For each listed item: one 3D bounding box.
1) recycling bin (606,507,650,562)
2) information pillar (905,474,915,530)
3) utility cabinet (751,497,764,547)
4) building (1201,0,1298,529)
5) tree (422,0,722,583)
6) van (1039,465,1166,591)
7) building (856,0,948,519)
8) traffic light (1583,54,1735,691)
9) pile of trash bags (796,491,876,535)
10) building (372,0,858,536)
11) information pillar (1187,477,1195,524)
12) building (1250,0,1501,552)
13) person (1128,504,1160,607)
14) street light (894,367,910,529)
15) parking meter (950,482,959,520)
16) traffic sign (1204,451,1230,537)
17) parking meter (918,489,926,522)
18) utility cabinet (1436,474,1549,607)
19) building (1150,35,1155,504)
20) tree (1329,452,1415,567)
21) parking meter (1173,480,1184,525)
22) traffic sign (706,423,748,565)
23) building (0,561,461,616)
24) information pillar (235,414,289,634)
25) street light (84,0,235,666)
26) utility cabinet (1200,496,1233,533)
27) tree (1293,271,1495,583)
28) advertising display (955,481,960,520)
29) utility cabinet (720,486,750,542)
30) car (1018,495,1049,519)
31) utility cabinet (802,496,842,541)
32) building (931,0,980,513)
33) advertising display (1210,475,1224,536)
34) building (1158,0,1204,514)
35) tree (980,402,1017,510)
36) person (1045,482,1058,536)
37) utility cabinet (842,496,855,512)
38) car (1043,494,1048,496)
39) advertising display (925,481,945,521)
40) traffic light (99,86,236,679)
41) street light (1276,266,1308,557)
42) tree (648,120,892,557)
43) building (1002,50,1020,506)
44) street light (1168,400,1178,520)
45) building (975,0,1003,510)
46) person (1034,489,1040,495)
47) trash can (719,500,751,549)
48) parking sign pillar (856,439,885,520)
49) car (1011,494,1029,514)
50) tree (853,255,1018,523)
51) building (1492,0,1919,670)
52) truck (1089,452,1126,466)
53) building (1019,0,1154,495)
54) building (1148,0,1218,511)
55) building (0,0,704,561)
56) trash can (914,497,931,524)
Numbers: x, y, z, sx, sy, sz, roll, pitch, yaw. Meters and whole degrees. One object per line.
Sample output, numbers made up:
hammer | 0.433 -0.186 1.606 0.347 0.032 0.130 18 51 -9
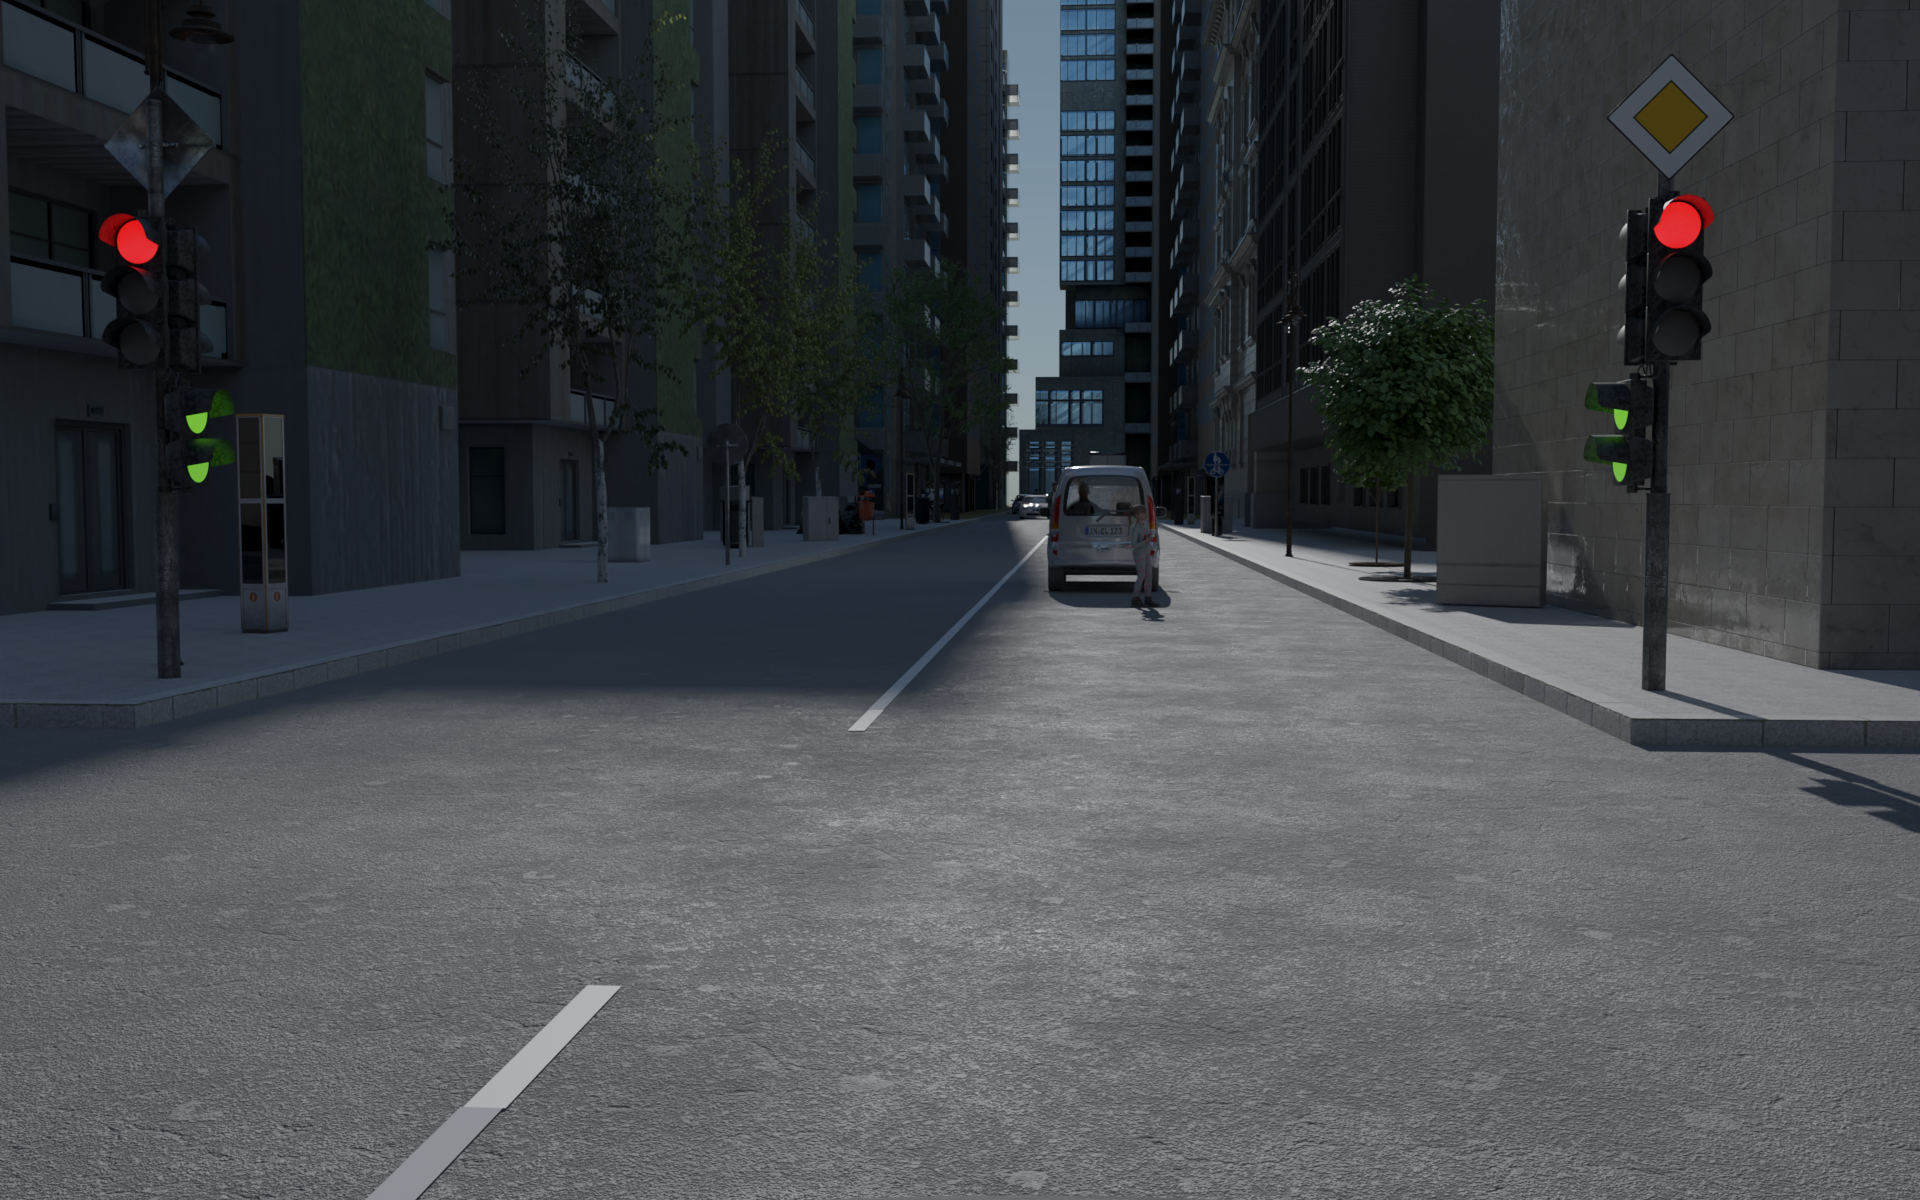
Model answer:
recycling bin | -6.323 -1.240 32.836 0.722 1.027 0.722 1 4 9
information pillar | -1.800 -3.522 62.075 0.304 2.012 0.304 -1 4 -10
utility cabinet | -4.931 -1.901 42.239 0.306 1.237 1.020 0 4 -7
building | 17.865 -17.516 73.780 14.401 28.519 23.554 0 4 4
tree | -5.243 -4.544 24.657 4.360 8.622 3.978 0 3 0
van | 2.216 -1.216 26.900 2.013 2.044 4.112 0 4 4
building | -12.403 -29.530 102.425 23.786 49.044 30.456 0 4 4
traffic light | 4.531 -1.366 11.247 0.839 4.253 0.868 0 4 4
pile of trash bags | -3.708 -2.761 54.901 1.912 1.369 3.447 -3 4 -36
building | -11.686 -23.221 63.261 14.154 41.232 14.086 0 4 4
information pillar | 9.783 -4.208 73.296 0.304 2.012 0.304 0 4 4
building | 16.594 -15.643 49.272 14.314 27.812 24.014 0 4 4
person | 2.334 -0.560 21.930 0.394 1.301 0.425 1 4 18
street light | -2.131 -5.539 63.358 0.468 5.910 1.993 0 4 4
parking meter | -0.269 -4.864 85.245 0.255 1.863 0.399 -3 5 -42
traffic sign | 7.664 -3.156 51.700 0.768 2.556 0.104 1 4 11
parking meter | -1.750 -4.368 79.833 0.372 1.533 0.369 0 3 0
utility cabinet | 6.073 -0.678 19.772 1.173 1.500 0.318 2 4 32
building | 23.935 -28.713 153.048 14.154 41.232 14.086 0 4 4
tree | 7.562 -2.218 30.870 1.663 3.219 1.824 0 3 0
parking meter | 9.120 -4.070 72.253 0.399 1.863 0.255 1 4 18
traffic sign | -4.195 -1.901 31.191 0.768 2.556 0.104 0 4 6
building | -15.255 -20.533 19.316 14.154 41.232 14.086 0 4 4
information pillar | -6.451 -0.705 16.019 0.304 2.012 0.304 1 4 19
street light | -5.904 -2.446 12.772 0.468 5.910 1.993 0 4 4
utility cabinet | 8.470 -2.814 57.166 1.020 1.237 0.306 -1 4 -11
tree | 6.588 -2.565 25.652 4.285 4.588 4.351 0 3 0
advertising display | -0.121 -4.942 86.022 0.123 1.923 0.974 -1 4 -10
utility cabinet | -6.004 -2.289 46.096 0.318 1.500 1.173 -2 4 -34
car | 4.354 -5.336 99.608 2.083 1.381 4.827 0 4 3
utility cabinet | -3.794 -2.207 47.248 1.020 1.237 0.306 -3 5 -39
building | -5.863 -29.045 124.998 14.600 45.320 14.200 0 4 4
advertising display | 7.900 -2.933 53.167 0.123 1.923 0.974 2 4 27
building | 25.729 -30.371 116.174 23.786 49.044 30.456 0 4 4
tree | 2.722 -11.366 136.200 4.360 8.622 3.978 0 3 0
person | 3.183 -2.980 57.213 0.794 1.824 0.713 2 4 32
utility cabinet | -3.900 -3.003 60.255 0.306 1.237 1.020 -1 4 -19
car | 7.099 -7.771 136.849 2.009 1.686 4.222 0 4 6
advertising display | -1.207 -4.810 83.858 0.974 1.923 0.123 1 4 21
traffic light | -5.504 -1.410 11.974 0.839 4.253 0.868 0 4 4
street light | 6.746 -3.826 35.337 0.468 5.910 1.993 0 4 4
tree | -4.188 -5.168 34.861 4.737 8.622 4.395 0 3 0
building | -8.904 -34.478 183.325 30.456 49.044 23.786 0 4 4
street light | 10.489 -6.888 85.407 0.468 5.910 1.993 0 4 4
building | -6.982 -43.589 150.926 20.611 71.187 20.563 0 4 4
person | 6.643 -8.725 150.785 1.348 1.869 0.705 3 4 38
trash can | -5.301 -1.789 40.907 0.748 1.137 0.748 0 3 0
parking sign pillar | -4.445 -5.943 85.642 1.447 3.967 1.447 -2 4 -24
car | 4.664 -6.865 124.245 2.014 1.417 4.499 0 4 4
tree | -1.168 -9.247 76.938 9.928 11.665 9.643 0 3 0
building | 15.041 -9.897 16.574 16.860 20.320 10.420 0 4 4
truck | 10.344 -8.082 121.059 2.839 4.237 11.283 0 4 5
building | 22.147 -53.033 179.765 31.000 86.520 22.319 0 4 4
building | 22.628 -29.893 138.865 14.600 45.320 14.200 0 4 4
building | -14.751 -21.883 41.383 14.154 41.232 14.086 0 4 4
trash can | -1.594 -3.794 73.682 0.748 1.137 0.748 0 3 0
